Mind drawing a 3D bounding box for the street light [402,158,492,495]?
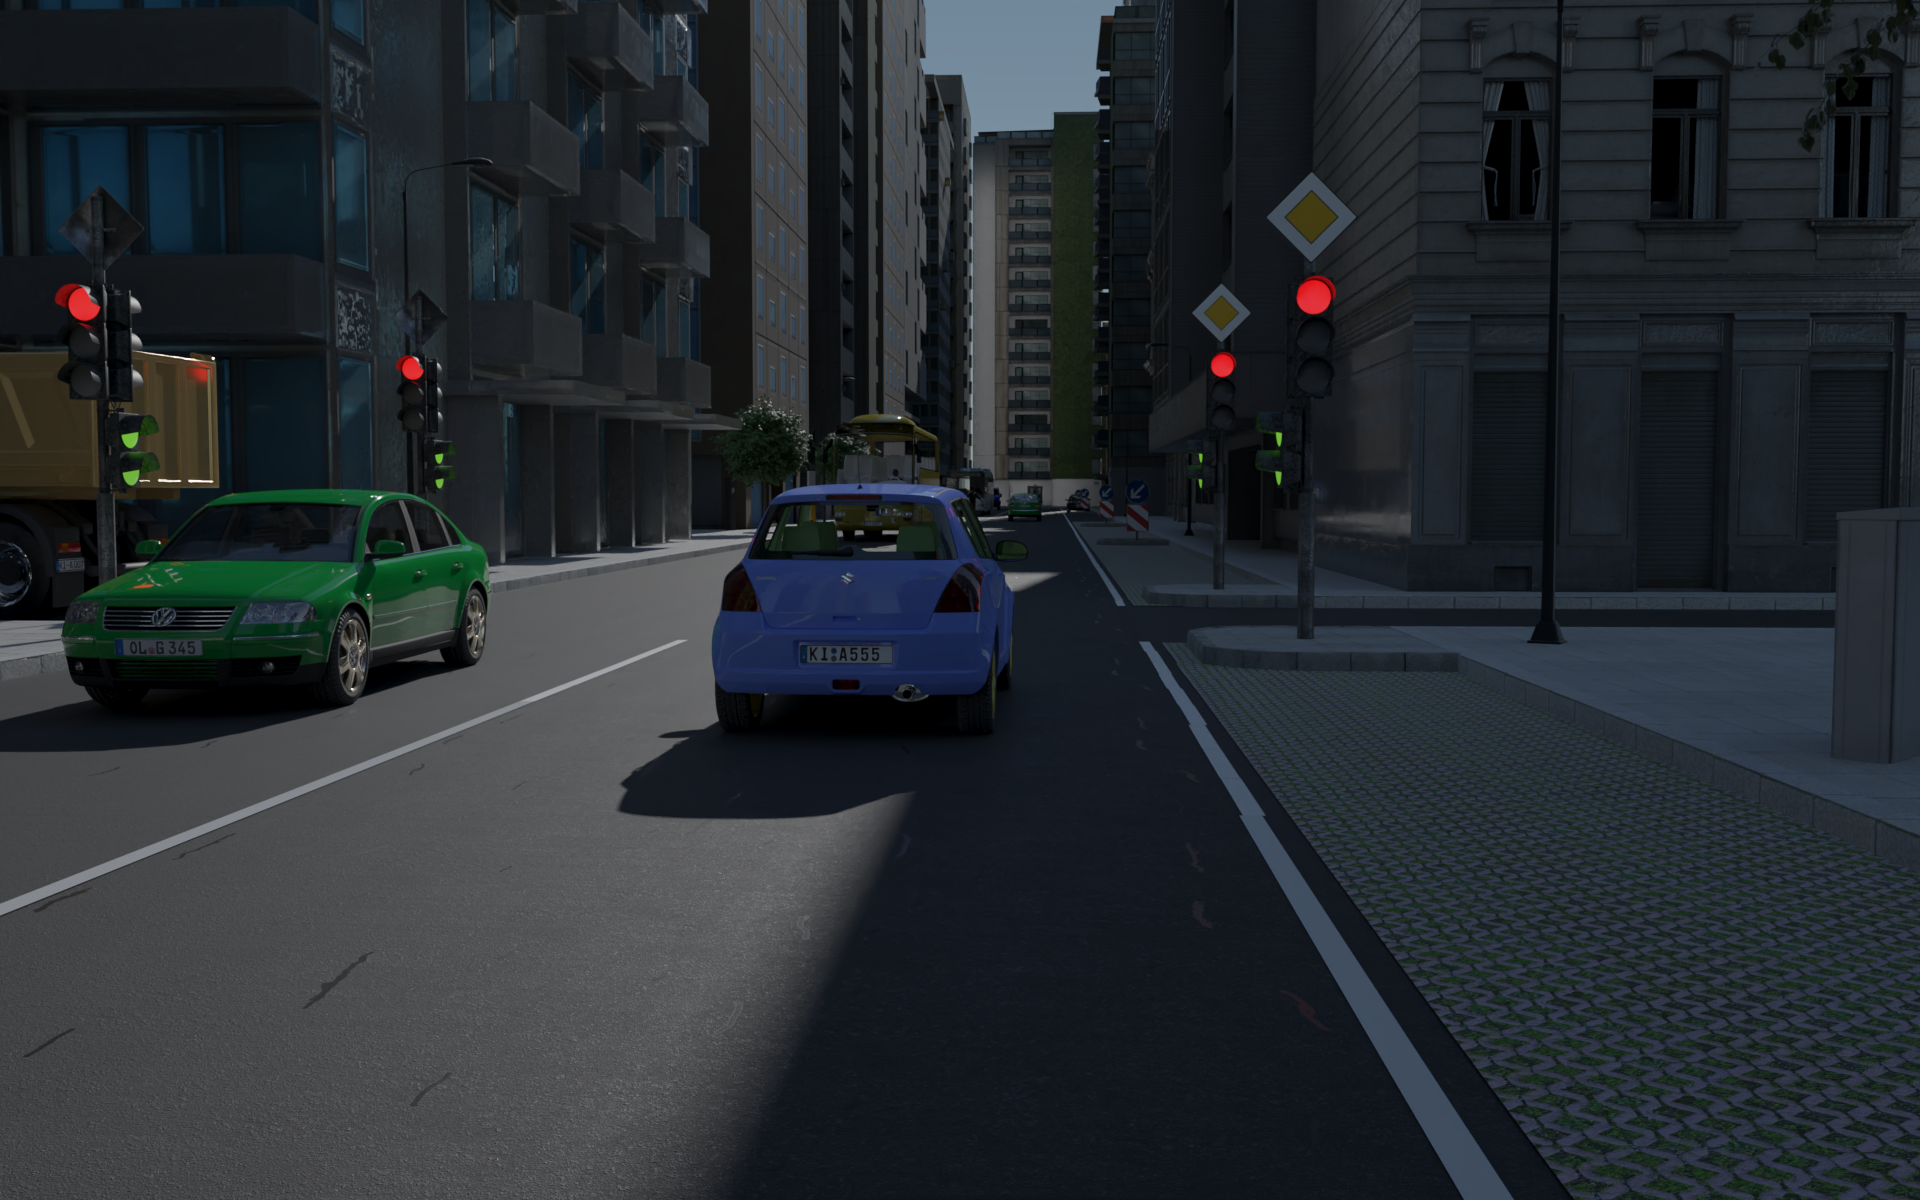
[{"bbox_3d":[-7.157,-3.155,24.118,1.470,5.913,1.316,0,4,3],"label":"street light"}]

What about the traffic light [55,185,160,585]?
[{"bbox_3d":[-7.802,-1.644,15.800,0.839,4.253,0.868,0,4,3],"label":"traffic light"}]

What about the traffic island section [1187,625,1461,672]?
[{"bbox_3d":[3.084,0.423,15.357,2.009,0.180,2.903,0,4,3],"label":"traffic island section"}]

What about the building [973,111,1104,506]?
[{"bbox_3d":[8.444,-30.902,188.849,14.086,41.232,14.154,0,4,3],"label":"building"}]

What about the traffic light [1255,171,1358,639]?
[{"bbox_3d":[3.045,-1.610,15.246,0.839,4.253,0.868,0,4,3],"label":"traffic light"}]

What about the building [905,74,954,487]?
[{"bbox_3d":[-12.805,-28.586,159.262,23.993,40.220,32.217,0,4,3],"label":"building"}]

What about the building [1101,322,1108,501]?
[{"bbox_3d":[30.524,-21.407,195.050,28.899,21.520,27.650,0,4,3],"label":"building"}]

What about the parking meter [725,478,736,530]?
[{"bbox_3d":[-8.136,-3.408,61.427,0.255,1.863,0.399,2,4,27],"label":"parking meter"}]

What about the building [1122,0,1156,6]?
[{"bbox_3d":[23.371,-31.125,128.502,23.786,49.044,30.456,0,4,3],"label":"building"}]

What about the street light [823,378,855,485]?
[{"bbox_3d":[-4.900,-5.916,69.271,1.470,5.913,1.316,0,4,3],"label":"street light"}]

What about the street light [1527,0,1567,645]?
[{"bbox_3d":[4.527,-2.585,14.799,1.470,5.913,1.316,0,4,3],"label":"street light"}]

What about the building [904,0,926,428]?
[{"bbox_3d":[-16.618,-32.871,126.675,28.713,52.752,27.495,0,4,3],"label":"building"}]

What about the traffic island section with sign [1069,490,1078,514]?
[{"bbox_3d":[8.878,-7.117,124.982,1.989,1.847,2.006,0,4,3],"label":"traffic island section with sign"}]

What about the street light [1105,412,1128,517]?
[{"bbox_3d":[8.858,-7.646,97.554,1.470,5.913,1.316,0,4,3],"label":"street light"}]

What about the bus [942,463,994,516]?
[{"bbox_3d":[0.717,-7.567,118.581,2.948,3.499,13.247,0,4,4],"label":"bus"}]

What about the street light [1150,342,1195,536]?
[{"bbox_3d":[6.508,-4.930,53.151,1.470,5.913,1.316,0,4,3],"label":"street light"}]

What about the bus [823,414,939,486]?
[{"bbox_3d":[-2.298,-4.004,57.009,2.896,3.916,12.252,0,4,3],"label":"bus"}]

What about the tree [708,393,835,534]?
[{"bbox_3d":[-6.460,-4.446,56.399,4.285,4.588,4.351,0,3,0],"label":"tree"}]

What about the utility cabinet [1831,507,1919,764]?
[{"bbox_3d":[4.687,0.154,8.638,1.020,1.237,0.306,-3,5,-44],"label":"utility cabinet"}]

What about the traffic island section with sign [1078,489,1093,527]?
[{"bbox_3d":[6.286,-4.109,75.804,1.989,1.847,2.006,0,4,3],"label":"traffic island section with sign"}]

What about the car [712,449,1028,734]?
[{"bbox_3d":[-0.523,-0.129,11.695,1.945,1.707,3.694,0,4,4],"label":"car"}]

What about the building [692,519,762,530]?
[{"bbox_3d":[-13.894,-25.565,68.096,14.600,45.320,14.200,0,4,3],"label":"building"}]

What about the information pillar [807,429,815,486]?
[{"bbox_3d":[-5.312,-4.319,61.974,0.183,3.616,0.504,1,4,23],"label":"information pillar"}]

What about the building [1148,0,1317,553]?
[{"bbox_3d":[13.219,-13.993,47.851,14.314,24.678,30.058,0,4,3],"label":"building"}]

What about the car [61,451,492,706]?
[{"bbox_3d":[-4.955,-0.265,13.127,1.959,1.807,4.718,0,4,1],"label":"car"}]

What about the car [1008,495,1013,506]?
[{"bbox_3d":[4.633,-7.372,132.893,2.083,1.381,4.827,0,4,2],"label":"car"}]

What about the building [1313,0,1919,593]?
[{"bbox_3d":[15.025,-10.836,26.322,18.267,20.994,9.793,0,4,3],"label":"building"}]

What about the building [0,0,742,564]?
[{"bbox_3d":[-18.218,-25.583,37.896,23.786,49.044,30.456,0,4,3],"label":"building"}]

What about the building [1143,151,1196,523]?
[{"bbox_3d":[15.867,-15.963,80.087,14.460,24.649,34.723,0,4,3],"label":"building"}]

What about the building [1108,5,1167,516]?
[{"bbox_3d":[16.166,-20.471,106.398,14.160,30.474,14.107,0,4,3],"label":"building"}]

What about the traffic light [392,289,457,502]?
[{"bbox_3d":[-7.381,-2.132,23.774,0.839,4.253,0.868,0,4,3],"label":"traffic light"}]

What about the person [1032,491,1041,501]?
[{"bbox_3d":[6.803,-8.816,153.446,0.742,1.727,0.445,-1,4,-22],"label":"person"}]

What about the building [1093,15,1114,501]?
[{"bbox_3d":[23.447,-30.817,158.481,22.147,44.769,28.867,0,4,3],"label":"building"}]

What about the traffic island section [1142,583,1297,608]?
[{"bbox_3d":[3.505,-0.064,23.332,2.009,0.180,2.903,0,4,3],"label":"traffic island section"}]

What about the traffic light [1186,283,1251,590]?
[{"bbox_3d":[3.466,-2.098,23.220,0.839,4.253,0.868,0,4,3],"label":"traffic light"}]

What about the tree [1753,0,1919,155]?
[{"bbox_3d":[4.744,-3.471,7.106,4.360,8.622,3.978,0,3,0],"label":"tree"}]

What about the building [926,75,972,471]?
[{"bbox_3d":[-9.739,-34.835,193.255,21.600,48.544,21.300,0,4,3],"label":"building"}]

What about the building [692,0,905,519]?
[{"bbox_3d":[-10.889,-27.869,105.764,14.600,45.320,14.200,0,4,3],"label":"building"}]

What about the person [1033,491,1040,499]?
[{"bbox_3d":[6.705,-8.960,155.710,1.217,1.736,0.721,2,4,27],"label":"person"}]

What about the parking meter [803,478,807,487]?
[{"bbox_3d":[-5.563,-3.557,63.866,0.399,1.863,0.255,-1,4,-15],"label":"parking meter"}]

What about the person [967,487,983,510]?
[{"bbox_3d":[0.763,-5.698,101.299,1.348,1.869,0.705,-3,4,-36],"label":"person"}]

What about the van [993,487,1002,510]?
[{"bbox_3d":[2.691,-9.285,156.191,2.240,2.365,5.245,0,4,2],"label":"van"}]

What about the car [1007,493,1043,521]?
[{"bbox_3d":[3.458,-5.104,92.251,1.959,1.807,4.718,0,4,2],"label":"car"}]

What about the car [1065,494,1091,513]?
[{"bbox_3d":[9.158,-7.616,134.311,2.009,1.686,4.222,0,4,2],"label":"car"}]

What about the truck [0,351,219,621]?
[{"bbox_3d":[-14.015,-1.499,20.433,9.791,3.379,3.469,0,4,5],"label":"truck"}]

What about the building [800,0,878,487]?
[{"bbox_3d":[-11.994,-19.504,90.592,14.160,30.474,14.107,0,4,3],"label":"building"}]

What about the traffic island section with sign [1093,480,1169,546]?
[{"bbox_3d":[4.860,-2.460,48.841,1.989,1.847,2.006,0,4,3],"label":"traffic island section with sign"}]
